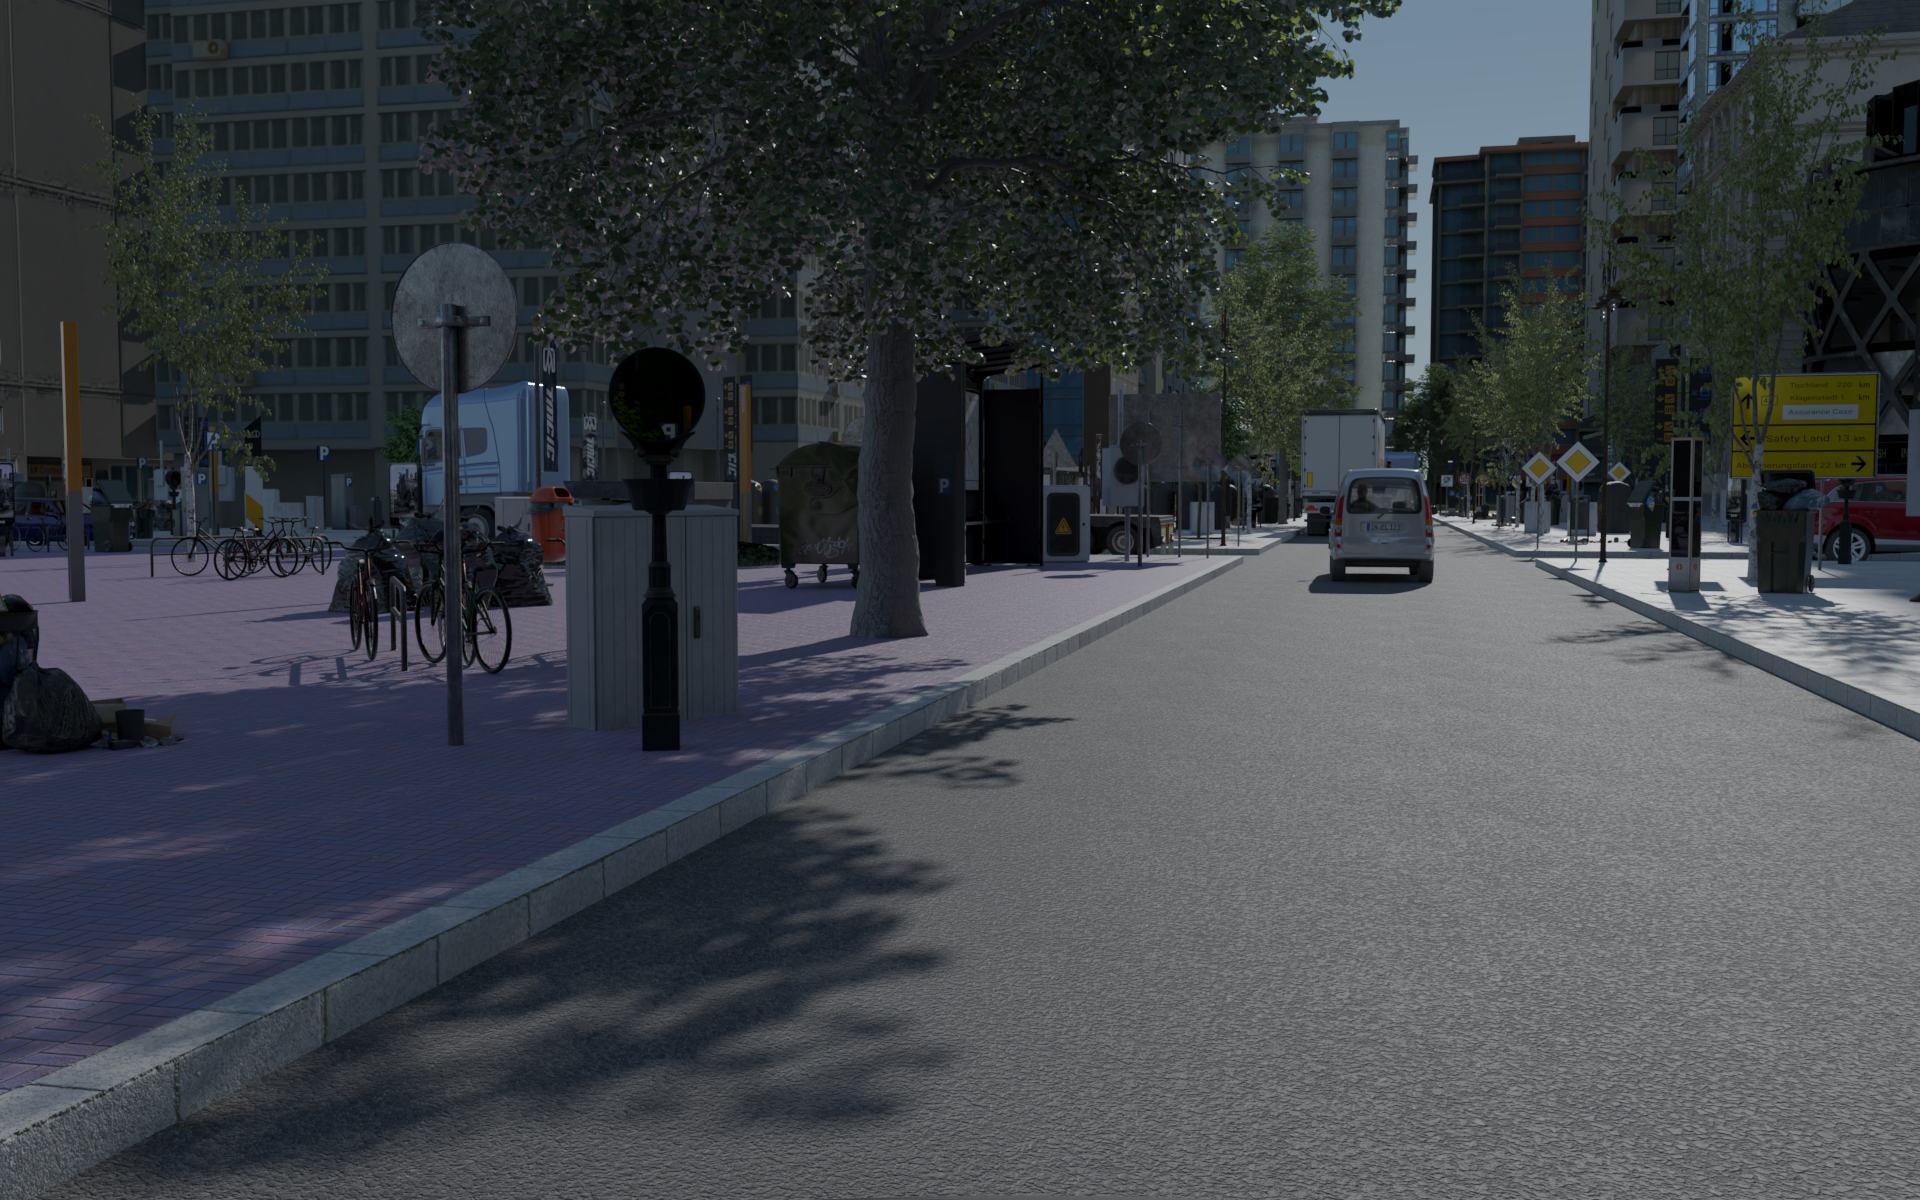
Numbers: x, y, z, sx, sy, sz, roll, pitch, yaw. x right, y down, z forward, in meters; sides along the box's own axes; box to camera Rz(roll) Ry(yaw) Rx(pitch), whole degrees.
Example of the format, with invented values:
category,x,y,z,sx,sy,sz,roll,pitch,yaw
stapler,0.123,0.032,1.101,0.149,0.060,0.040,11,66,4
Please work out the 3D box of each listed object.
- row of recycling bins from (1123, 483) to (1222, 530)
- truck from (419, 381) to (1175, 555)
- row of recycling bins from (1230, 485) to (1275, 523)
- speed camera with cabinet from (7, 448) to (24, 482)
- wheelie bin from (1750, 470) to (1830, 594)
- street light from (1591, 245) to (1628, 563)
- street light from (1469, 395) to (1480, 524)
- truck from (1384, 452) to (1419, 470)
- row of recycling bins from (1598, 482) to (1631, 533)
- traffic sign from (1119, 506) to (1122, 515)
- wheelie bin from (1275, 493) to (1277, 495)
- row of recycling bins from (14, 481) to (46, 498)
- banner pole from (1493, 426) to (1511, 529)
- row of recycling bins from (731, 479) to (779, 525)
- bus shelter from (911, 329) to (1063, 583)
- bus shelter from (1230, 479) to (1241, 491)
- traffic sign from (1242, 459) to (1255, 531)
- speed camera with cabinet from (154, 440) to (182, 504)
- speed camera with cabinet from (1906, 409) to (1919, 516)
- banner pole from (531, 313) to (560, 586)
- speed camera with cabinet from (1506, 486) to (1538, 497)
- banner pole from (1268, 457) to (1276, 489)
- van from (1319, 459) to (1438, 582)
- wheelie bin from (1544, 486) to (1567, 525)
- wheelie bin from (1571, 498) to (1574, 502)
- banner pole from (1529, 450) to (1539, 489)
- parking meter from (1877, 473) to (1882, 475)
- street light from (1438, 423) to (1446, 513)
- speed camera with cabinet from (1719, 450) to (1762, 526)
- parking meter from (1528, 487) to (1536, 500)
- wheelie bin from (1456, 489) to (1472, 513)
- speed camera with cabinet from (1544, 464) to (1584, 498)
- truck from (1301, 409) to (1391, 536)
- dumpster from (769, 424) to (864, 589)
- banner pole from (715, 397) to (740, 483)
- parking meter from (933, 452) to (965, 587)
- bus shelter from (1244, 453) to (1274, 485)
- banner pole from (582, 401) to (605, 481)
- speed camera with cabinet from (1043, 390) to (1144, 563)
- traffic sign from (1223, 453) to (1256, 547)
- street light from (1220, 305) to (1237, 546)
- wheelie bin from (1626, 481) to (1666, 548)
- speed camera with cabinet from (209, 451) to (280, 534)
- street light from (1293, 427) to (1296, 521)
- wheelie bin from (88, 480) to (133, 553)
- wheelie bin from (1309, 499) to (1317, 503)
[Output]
category,x,y,z,sx,sy,sz,roll,pitch,yaw
row of recycling bins,7.790,-3.396,62.637,3.534,1.692,1.069,1,4,13
truck,-4.458,-3.124,40.829,18.799,4.110,2.967,1,4,14
row of recycling bins,12.272,-4.259,76.751,3.534,1.692,1.069,2,4,30
speed camera with cabinet,-39.764,-4.839,73.455,2.038,3.252,0.660,2,4,33
wheelie bin,10.752,-0.893,22.502,0.980,1.594,0.693,3,4,36
street light,12.057,-3.640,32.307,0.468,5.910,1.993,1,4,13
street light,22.193,-6.230,74.648,0.468,5.910,1.993,1,4,13
truck,26.773,-7.083,105.564,2.967,4.110,18.799,1,4,14
row of recycling bins,22.056,-3.129,58.274,1.069,1.692,3.534,1,4,18
traffic sign,4.266,-2.808,46.023,0.768,2.556,0.104,1,4,18
wheelie bin,19.443,-6.117,107.923,0.693,1.594,0.980,0,4,-1
row of recycling bins,-30.811,-3.028,56.615,1.069,1.692,3.534,-3,5,-42
banner pole,19.944,-4.497,63.549,0.863,3.779,0.401,-3,5,-41
row of recycling bins,-4.985,-2.574,49.196,3.534,1.692,1.069,-3,5,-42
bus shelter,0.291,-2.239,27.893,1.731,3.624,6.357,1,4,14
bus shelter,12.732,-5.745,85.212,1.731,3.624,6.357,1,4,14
traffic sign,9.761,-3.638,59.588,0.768,2.556,0.104,1,4,15
speed camera with cabinet,-28.704,-4.248,63.788,2.038,3.252,0.660,1,4,22
speed camera with cabinet,10.517,-1.392,17.091,0.660,3.252,2.038,-2,4,-32
banner pole,-5.815,-2.097,24.302,0.401,3.779,0.863,1,4,13
speed camera with cabinet,33.142,-6.571,101.776,2.038,3.252,0.660,2,4,34
banner pole,19.816,-7.361,110.376,0.401,3.779,0.863,-3,5,-40
van,7.187,-1.386,29.681,2.013,2.044,4.112,1,4,12
wheelie bin,24.484,-3.897,71.629,0.980,1.594,0.693,-3,5,-44
wheelie bin,35.516,-5.676,100.703,0.980,1.594,0.693,3,5,41
banner pole,32.474,-6.591,97.782,0.863,3.779,0.401,-1,4,-21
parking meter,25.005,-2.529,47.054,0.255,1.863,0.399,-3,5,-45
street light,31.344,-8.566,112.843,0.468,5.910,1.993,1,4,13
speed camera with cabinet,31.402,-4.577,69.175,2.038,3.252,0.660,-2,4,-24
parking meter,33.231,-5.804,100.614,0.399,1.863,0.255,0,4,6
wheelie bin,31.440,-6.135,108.209,0.980,1.594,0.693,0,4,2
speed camera with cabinet,32.914,-6.103,94.125,2.038,3.252,0.660,-1,4,-22
truck,13.969,-4.498,62.457,2.839,4.237,11.283,1,4,15
dumpster,-1.676,-1.322,24.113,1.502,2.255,1.985,1,4,13
banner pole,-6.056,-3.359,44.944,0.863,3.779,0.401,0,4,7
parking meter,-0.149,-1.122,24.057,0.399,1.863,0.255,3,5,40
bus shelter,17.613,-6.838,103.079,1.731,3.624,6.357,1,4,14
banner pole,-9.808,-3.465,46.671,0.863,3.779,0.401,-3,5,-40
speed camera with cabinet,2.412,-2.337,32.553,2.038,3.252,0.660,-1,4,-13
traffic sign,6.800,-2.359,42.205,0.795,2.450,0.064,1,4,13
street light,6.503,-4.271,42.612,0.468,5.910,1.993,1,4,13
wheelie bin,16.298,-2.034,41.163,0.693,1.594,0.980,-1,4,-13
speed camera with cabinet,-23.275,-3.793,56.351,2.038,3.252,0.660,-1,4,-11
street light,15.683,-6.623,81.080,0.468,5.910,1.993,1,4,13
wheelie bin,-18.772,-1.854,38.226,0.693,1.594,0.980,1,4,20
wheelie bin,22.832,-6.379,112.199,0.693,1.594,0.980,1,4,16
